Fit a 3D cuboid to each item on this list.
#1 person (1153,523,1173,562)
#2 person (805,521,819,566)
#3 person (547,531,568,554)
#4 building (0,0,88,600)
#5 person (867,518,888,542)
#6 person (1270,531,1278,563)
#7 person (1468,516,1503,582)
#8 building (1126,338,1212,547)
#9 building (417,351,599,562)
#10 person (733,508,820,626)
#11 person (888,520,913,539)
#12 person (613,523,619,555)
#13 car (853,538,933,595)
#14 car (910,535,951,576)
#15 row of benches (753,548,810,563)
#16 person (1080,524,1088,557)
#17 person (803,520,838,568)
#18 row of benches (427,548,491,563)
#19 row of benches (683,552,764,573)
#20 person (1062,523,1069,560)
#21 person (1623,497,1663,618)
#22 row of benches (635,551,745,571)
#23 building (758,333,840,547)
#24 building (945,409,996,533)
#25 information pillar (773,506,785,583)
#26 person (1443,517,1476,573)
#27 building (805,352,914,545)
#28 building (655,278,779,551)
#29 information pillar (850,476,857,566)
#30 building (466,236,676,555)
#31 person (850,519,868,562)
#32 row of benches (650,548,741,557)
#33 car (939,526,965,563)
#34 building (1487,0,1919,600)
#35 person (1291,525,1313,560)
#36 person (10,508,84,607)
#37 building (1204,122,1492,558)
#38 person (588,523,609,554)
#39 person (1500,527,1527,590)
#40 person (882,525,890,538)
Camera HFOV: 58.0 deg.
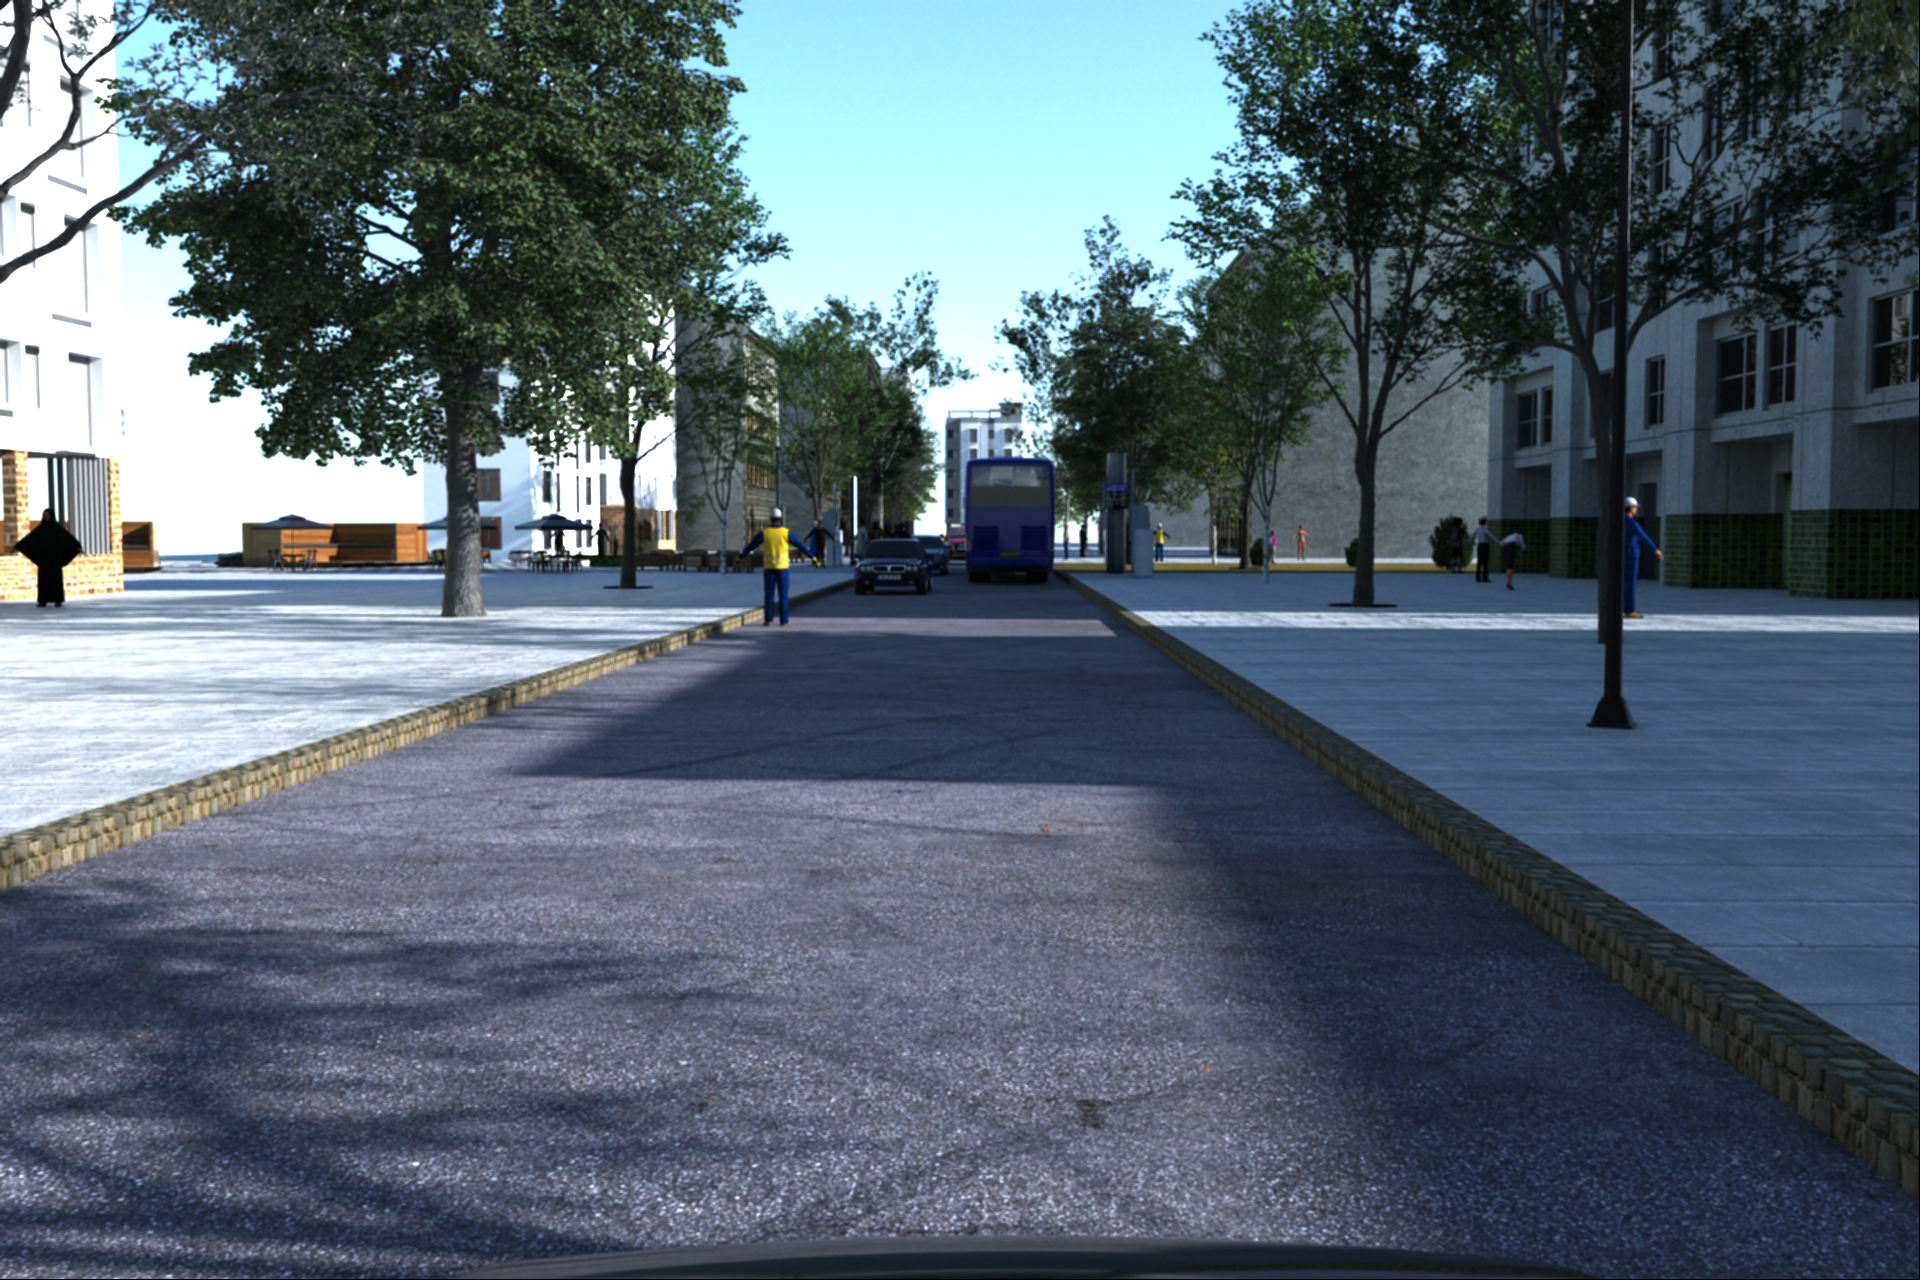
[{"bbox_3d":[9.168,-4.478,79.681,1.216,1.772,0.721,0,4,6],"label":"person"},{"bbox_3d":[-5.873,-3.890,69.721,0.704,1.817,1.347,-2,4,-35],"label":"person"},{"bbox_3d":[-18.743,-4.523,80.670,1.216,1.740,0.721,2,4,28],"label":"person"},{"bbox_3d":[-23.789,-10.302,24.865,16.016,20.090,11.380,0,4,2],"label":"building"},{"bbox_3d":[-3.069,-3.495,62.911,1.354,1.858,0.705,2,4,25],"label":"person"},{"bbox_3d":[13.797,-4.079,75.950,0.599,1.433,0.991,1,4,23],"label":"person"},{"bbox_3d":[14.049,-2.440,46.351,0.721,1.778,1.216,-2,4,-30],"label":"person"},{"bbox_3d":[27.154,-21.515,182.691,19.493,23.208,18.063,0,4,1],"label":"building"},{"bbox_3d":[-23.919,-9.267,93.666,9.099,9.664,28.070,0,4,1],"label":"building"},{"bbox_3d":[-2.872,-1.140,27.061,1.349,1.833,0.705,0,4,-4],"label":"person"},{"bbox_3d":[-1.777,-2.661,51.748,1.354,1.856,0.705,-1,4,-14],"label":"person"},{"bbox_3d":[-16.906,-4.837,85.212,0.705,1.813,1.348,-1,4,-9],"label":"person"},{"bbox_3d":[-1.602,-1.816,42.278,1.945,1.354,3.894,0,4,2],"label":"car"},{"bbox_3d":[-1.296,-3.016,61.318,2.014,1.417,4.499,0,4,1],"label":"car"},{"bbox_3d":[-7.698,-3.740,76.604,1.422,0.672,4.104,2,4,29],"label":"row of benches"},{"bbox_3d":[6.821,-5.500,95.866,0.705,1.837,1.347,1,4,20],"label":"person"},{"bbox_3d":[-5.329,-3.657,65.924,1.346,1.812,0.704,-1,4,-13],"label":"person"},{"bbox_3d":[-22.652,-3.736,76.550,4.104,0.672,1.422,-3,5,-39],"label":"row of benches"},{"bbox_3d":[-7.824,-2.595,57.883,1.422,0.672,4.104,-3,5,-43],"label":"row of benches"},{"bbox_3d":[5.225,-4.884,85.713,0.705,1.847,1.347,0,4,4],"label":"person"},{"bbox_3d":[10.226,-1.259,26.471,0.705,1.842,1.347,-1,4,-14],"label":"person"},{"bbox_3d":[-9.474,-2.793,61.134,4.104,0.672,1.422,1,4,14],"label":"row of benches"},{"bbox_3d":[-22.714,-21.415,181.064,19.493,23.208,18.063,0,4,1],"label":"building"},{"bbox_3d":[-1.776,-24.042,251.971,11.380,20.090,16.016,0,4,-6],"label":"building"},{"bbox_3d":[-4.789,-2.530,45.862,0.304,2.012,0.304,0,4,0],"label":"information pillar"},{"bbox_3d":[16.391,-3.110,56.997,0.704,1.843,1.345,-2,4,-34],"label":"person"},{"bbox_3d":[-20.229,-22.422,210.569,27.936,21.610,32.646,0,4,1],"label":"building"},{"bbox_3d":[-24.775,-18.674,136.253,19.493,23.208,18.063,0,4,2],"label":"building"},{"bbox_3d":[-4.332,-4.840,70.444,0.184,3.620,1.656,0,4,1],"label":"information pillar"},{"bbox_3d":[-25.426,-15.512,110.046,16.016,20.090,11.380,0,4,1],"label":"building"},{"bbox_3d":[-3.417,-3.259,59.469,0.705,1.806,1.347,-2,4,-26],"label":"person"},{"bbox_3d":[-11.727,-3.722,76.321,4.104,0.672,1.422,0,4,-6],"label":"row of benches"},{"bbox_3d":[0.165,-4.581,83.565,2.281,1.827,5.304,0,4,1],"label":"car"},{"bbox_3d":[25.553,-10.705,41.484,16.747,18.905,31.486,0,4,2],"label":"building"},{"bbox_3d":[16.703,-4.758,84.592,1.217,1.733,0.721,-1,4,-18],"label":"person"},{"bbox_3d":[-16.048,-1.449,30.473,1.214,1.737,0.721,0,4,-7],"label":"person"},{"bbox_3d":[24.894,-16.473,100.268,19.493,23.208,18.063,0,4,2],"label":"building"},{"bbox_3d":[-17.076,-4.644,82.158,0.704,1.802,1.346,2,4,32],"label":"person"},{"bbox_3d":[12.796,-1.880,39.977,0.628,1.438,0.799,1,4,11],"label":"person"},{"bbox_3d":[-4.196,-5.504,96.183,0.705,1.806,1.347,3,4,38],"label":"person"}]
